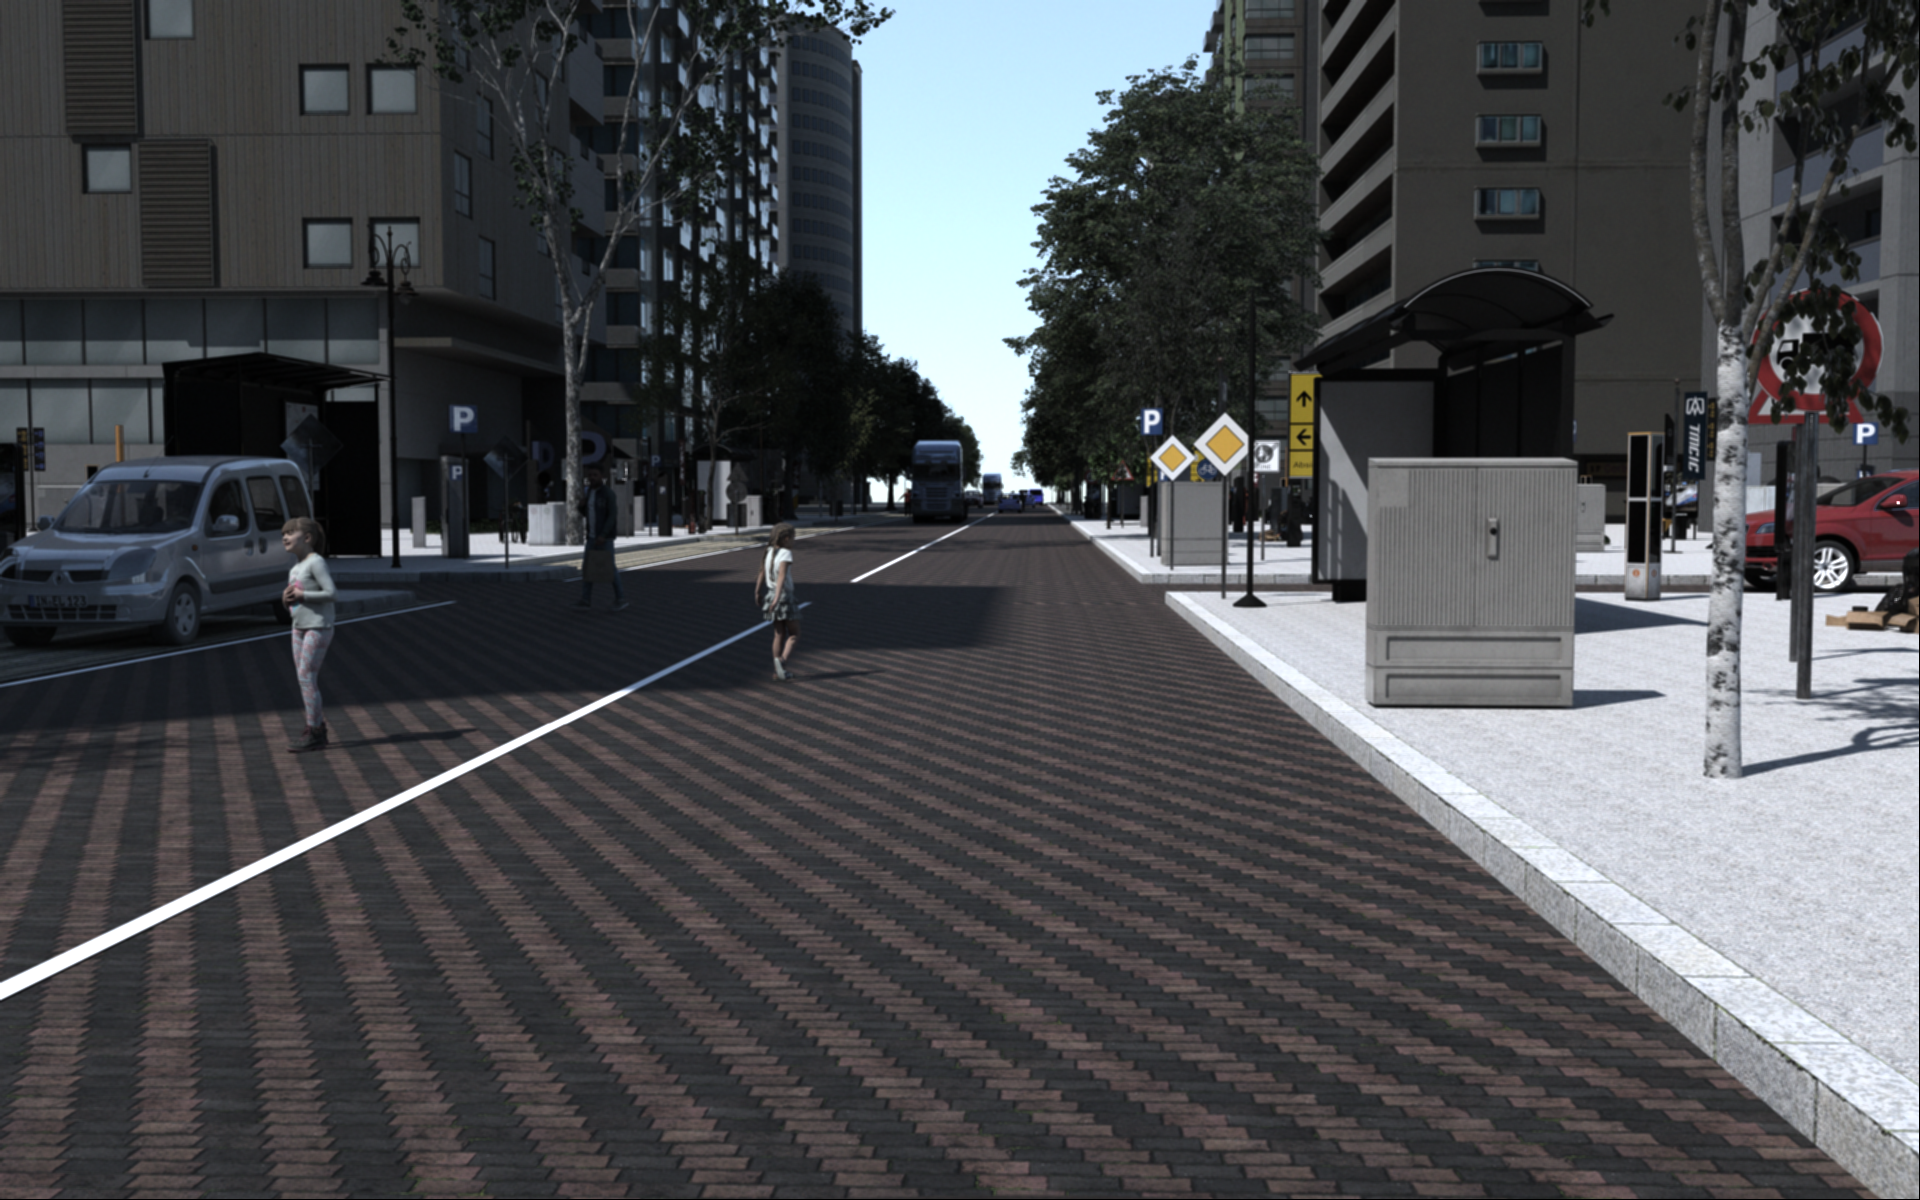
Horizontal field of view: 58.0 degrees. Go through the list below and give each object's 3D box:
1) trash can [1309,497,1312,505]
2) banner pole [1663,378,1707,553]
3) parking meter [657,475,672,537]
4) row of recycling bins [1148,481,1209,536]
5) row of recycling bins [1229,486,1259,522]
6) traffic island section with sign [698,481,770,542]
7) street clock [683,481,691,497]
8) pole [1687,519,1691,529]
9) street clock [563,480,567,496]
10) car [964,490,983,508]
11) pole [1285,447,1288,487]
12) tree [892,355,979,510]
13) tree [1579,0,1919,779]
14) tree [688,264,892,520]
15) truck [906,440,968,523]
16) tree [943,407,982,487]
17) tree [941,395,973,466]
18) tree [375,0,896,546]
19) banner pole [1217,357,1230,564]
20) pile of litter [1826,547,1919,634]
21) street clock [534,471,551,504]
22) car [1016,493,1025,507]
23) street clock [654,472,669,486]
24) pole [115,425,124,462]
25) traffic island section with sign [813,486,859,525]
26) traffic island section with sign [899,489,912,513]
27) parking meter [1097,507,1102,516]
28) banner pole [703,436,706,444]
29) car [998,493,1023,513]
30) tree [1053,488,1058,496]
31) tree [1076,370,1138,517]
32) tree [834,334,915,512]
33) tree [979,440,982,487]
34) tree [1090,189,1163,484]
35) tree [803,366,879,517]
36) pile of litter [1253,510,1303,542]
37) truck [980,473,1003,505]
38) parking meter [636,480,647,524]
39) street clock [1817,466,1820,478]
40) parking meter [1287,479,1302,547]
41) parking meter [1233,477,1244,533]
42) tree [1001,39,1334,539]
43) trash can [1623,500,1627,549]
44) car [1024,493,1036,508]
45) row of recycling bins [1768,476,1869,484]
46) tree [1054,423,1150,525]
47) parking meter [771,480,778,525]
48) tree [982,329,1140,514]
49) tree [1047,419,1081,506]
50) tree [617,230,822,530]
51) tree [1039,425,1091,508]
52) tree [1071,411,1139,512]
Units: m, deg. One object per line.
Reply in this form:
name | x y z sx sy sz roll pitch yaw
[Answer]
trash can | 16.978 -4.336 82.542 0.748 1.137 0.748 0 3 0
banner pole | 15.712 -2.902 37.469 0.863 3.779 0.401 3 4 38
parking meter | -8.924 -2.852 52.336 0.399 1.863 0.255 2 4 23
row of recycling bins | 7.010 -2.897 54.471 1.069 1.692 3.534 3 4 38
row of recycling bins | 12.773 -4.520 81.022 1.069 1.692 3.534 3 5 43
traffic island section with sign | -6.802 -2.689 52.590 1.989 1.847 2.006 0 4 2
street clock | -14.733 -5.455 93.765 0.358 2.002 0.471 2 4 30
pole | 26.832 -4.279 63.802 0.158 3.312 0.155 0 3 0
street clock | -14.943 -3.778 66.339 0.471 2.002 0.358 2 4 32
car | 1.246 -10.270 176.590 2.281 1.827 5.304 0 4 4
pole | 14.062 -4.929 74.428 0.158 3.312 0.155 0 3 0
tree | -5.470 -13.584 139.108 9.611 12.733 9.660 0 3 0
tree | 3.684 -3.496 7.516 4.360 8.622 3.978 0 3 0
tree | -8.574 -10.356 86.320 9.611 12.733 9.660 0 3 0
truck | -0.950 -6.301 92.779 2.967 4.110 18.799 0 4 1
tree | -2.214 -18.630 222.725 7.486 12.596 7.792 0 3 0
tree | -3.598 -17.665 199.191 12.009 13.543 11.850 0 3 0
tree | -8.418 -11.357 41.568 12.611 20.169 13.585 0 3 0
banner pole | 4.840 -2.565 31.954 0.401 3.779 0.863 1 4 20
pile of litter | 8.945 -0.145 16.329 1.176 0.858 1.719 0 4 2
street clock | -13.090 -3.044 54.340 0.471 2.002 0.358 -3 5 -44
car | 6.263 -11.022 189.808 1.945 1.707 3.694 0 4 2
street clock | -9.583 -3.130 55.739 0.471 2.002 0.358 -3 5 -40
pole | -24.950 -3.526 51.493 0.158 3.312 0.155 0 3 0
traffic island section with sign | -5.662 -4.336 79.521 1.989 1.847 2.006 0 4 2
traffic island section with sign | -3.527 -7.374 129.190 1.989 1.847 2.006 0 4 2
parking meter | 8.248 -5.776 102.849 0.372 1.533 0.369 0 3 0
banner pole | -10.900 -5.229 75.504 0.863 3.779 0.401 -2 4 -27
car | 3.794 -7.402 130.610 1.945 1.707 3.694 0 4 4
tree | 14.723 -18.785 257.494 4.737 8.622 4.395 0 3 0
tree | 8.422 -9.051 98.350 4.737 8.622 4.395 0 3 0
tree | -6.830 -12.519 122.816 7.486 12.596 7.792 0 3 0
tree | -4.078 -15.163 164.917 9.611 12.733 9.660 0 3 0
tree | 4.813 -5.515 40.533 4.360 8.622 3.978 0 3 0
tree | -7.549 -8.934 96.440 4.737 8.622 4.395 0 3 0
pile of litter | 8.651 -2.034 47.228 1.719 0.858 1.176 -2 4 -24
truck | 4.515 -14.664 229.508 2.967 4.110 18.799 0 4 3
parking meter | -13.437 -4.122 73.102 0.399 1.863 0.255 -3 4 -36
street clock | 21.425 -2.384 43.556 0.358 2.002 0.471 1 4 13
parking meter | 8.062 -2.206 41.779 0.255 1.863 0.399 0 4 -5
parking meter | 9.302 -3.188 57.838 0.255 1.863 0.399 -1 4 -11
tree | 5.836 -8.749 49.704 9.857 13.997 8.962 0 3 0
trash can | 15.130 -1.645 38.542 0.748 1.137 0.748 0 3 0
car | 6.887 -10.352 178.850 1.945 1.707 3.694 0 4 2
row of recycling bins | 20.431 -2.004 39.883 3.534 1.692 1.069 1 4 9
tree | 6.795 -5.451 72.830 4.285 4.588 4.351 0 3 0
parking meter | -7.576 -3.982 70.818 0.255 1.863 0.399 0 4 -5
tree | 7.633 -11.872 111.117 9.611 12.733 9.660 0 3 0
tree | 10.023 -13.076 148.211 7.601 10.594 8.767 2 4 33
tree | -8.608 -7.746 61.053 7.601 10.594 8.767 1 4 12
tree | 10.393 -14.831 160.612 7.486 12.596 7.792 0 3 0
tree | 9.252 -12.024 122.345 9.928 11.665 9.643 0 3 0
